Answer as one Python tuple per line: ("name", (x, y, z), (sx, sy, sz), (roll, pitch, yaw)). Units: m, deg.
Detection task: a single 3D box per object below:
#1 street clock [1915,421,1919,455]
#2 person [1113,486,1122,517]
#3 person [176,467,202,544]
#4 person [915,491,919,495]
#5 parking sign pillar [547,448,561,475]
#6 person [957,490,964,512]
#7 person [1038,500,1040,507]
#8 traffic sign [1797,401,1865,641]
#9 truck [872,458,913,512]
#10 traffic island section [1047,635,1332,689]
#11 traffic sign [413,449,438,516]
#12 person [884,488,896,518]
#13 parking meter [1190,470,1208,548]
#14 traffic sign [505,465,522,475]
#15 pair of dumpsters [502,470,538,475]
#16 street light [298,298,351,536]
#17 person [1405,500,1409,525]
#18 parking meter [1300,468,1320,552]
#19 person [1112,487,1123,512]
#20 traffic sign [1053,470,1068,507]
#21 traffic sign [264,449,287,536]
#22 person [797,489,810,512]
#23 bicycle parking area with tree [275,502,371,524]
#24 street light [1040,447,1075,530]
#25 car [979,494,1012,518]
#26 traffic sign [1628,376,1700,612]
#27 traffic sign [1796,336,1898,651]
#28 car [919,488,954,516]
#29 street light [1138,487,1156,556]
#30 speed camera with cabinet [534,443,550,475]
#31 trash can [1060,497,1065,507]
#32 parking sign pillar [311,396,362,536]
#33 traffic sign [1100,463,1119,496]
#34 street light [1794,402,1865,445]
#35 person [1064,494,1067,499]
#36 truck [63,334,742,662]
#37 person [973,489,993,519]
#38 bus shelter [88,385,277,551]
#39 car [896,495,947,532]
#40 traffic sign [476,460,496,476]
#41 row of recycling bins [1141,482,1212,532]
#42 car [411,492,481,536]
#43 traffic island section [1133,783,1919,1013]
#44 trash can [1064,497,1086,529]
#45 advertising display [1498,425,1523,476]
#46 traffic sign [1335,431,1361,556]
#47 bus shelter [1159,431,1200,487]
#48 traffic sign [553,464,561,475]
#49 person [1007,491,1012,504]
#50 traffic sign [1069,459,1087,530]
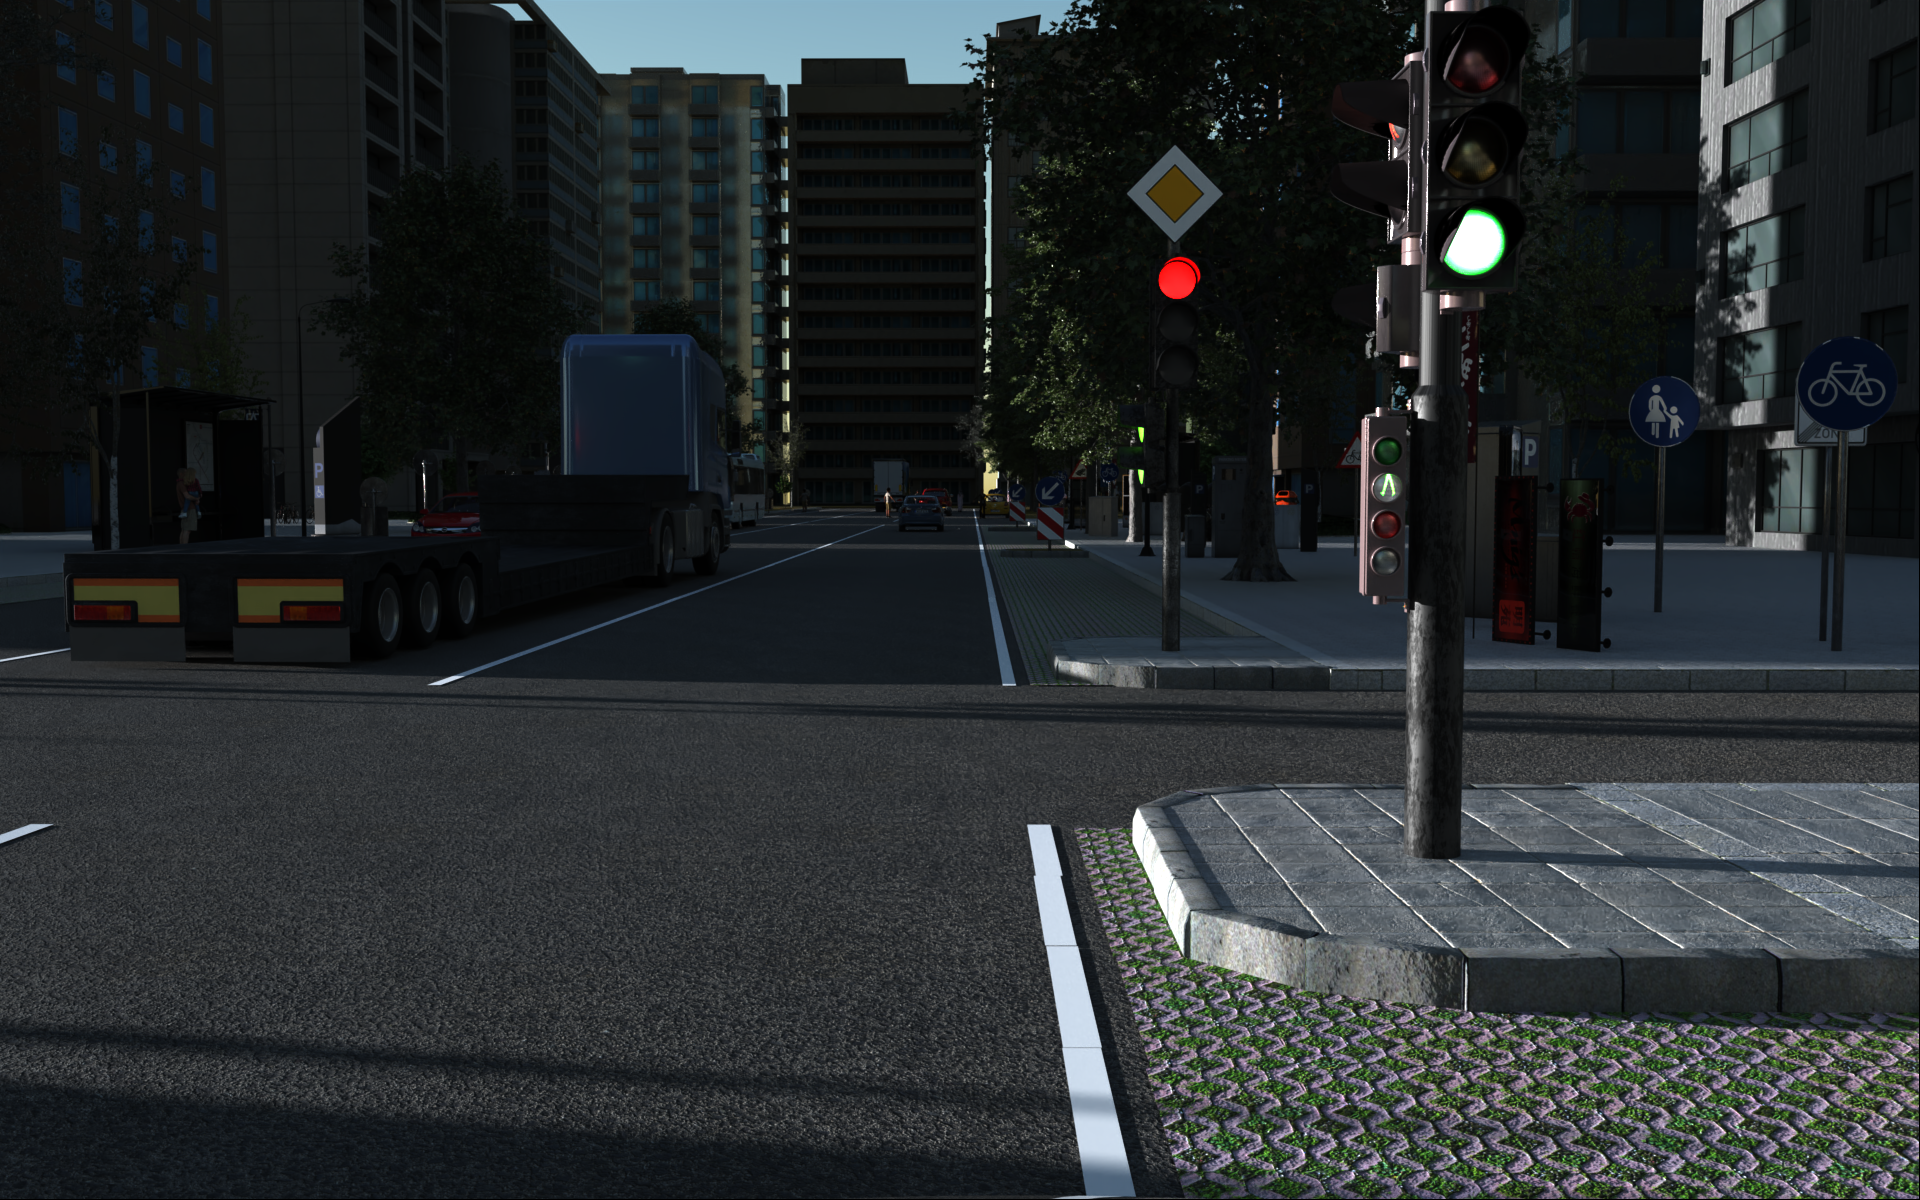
("street clock", (8.387, -0.623, 14.762), (0.358, 2.002, 0.471), (-1, 4, -14))
("person", (8.878, -5.540, 97.346), (0.721, 1.736, 1.217), (-1, 4, -10))
("person", (-15.774, -1.797, 35.393), (0.580, 1.828, 0.573), (1, 4, 11))
("person", (-3.743, -8.882, 154.251), (0.617, 1.759, 0.750), (0, 4, 5))
("parking sign pillar", (-17.611, -5.400, 76.758), (1.447, 3.967, 1.447), (-2, 4, -24))
("person", (0.045, -7.837, 137.311), (0.551, 1.740, 0.621), (0, 4, 3))
("person", (6.953, -8.900, 152.338), (1.217, 1.735, 0.721), (2, 4, 28))
("traffic sign", (7.530, -0.790, 15.045), (0.606, 2.300, 0.079), (0, 4, 3))
("truck", (-5.503, -9.358, 141.923), (2.839, 4.237, 11.283), (0, 4, 2))
("traffic island section", (1.748, 0.495, 14.186), (2.009, 0.180, 2.903), (0, 4, 0))
("traffic sign", (-15.258, -3.017, 49.439), (0.768, 2.556, 0.104), (0, 4, 7))
("person", (-4.308, -5.921, 105.313), (0.705, 1.824, 1.348), (-2, 4, -31))
("parking meter", (5.731, -2.189, 41.496), (0.399, 1.863, 0.255), (0, 4, 0))
("traffic sign", (-19.805, -4.694, 76.848), (0.768, 2.556, 0.104), (0, 4, 6))
("pair of dumpsters", (-17.676, -4.080, 69.209), (1.574, 2.255, 4.437), (0, 4, 0))
("street light", (-15.100, -4.195, 41.136), (1.470, 5.913, 1.316), (0, 4, 0))
("person", (15.597, -3.079, 60.638), (0.590, 1.304, 0.306), (2, 4, 32))
("parking meter", (7.786, -2.007, 38.518), (0.399, 1.863, 0.255), (1, 4, 17))
("person", (11.578, -7.402, 127.054), (1.348, 1.826, 0.705), (2, 4, 31))
("traffic sign", (4.946, -5.234, 85.676), (0.768, 2.556, 0.104), (0, 4, 6))
("traffic sign", (-19.330, -2.976, 48.768), (0.768, 2.556, 0.104), (0, 4, 6))
("person", (-12.203, -7.766, 135.478), (0.705, 1.824, 1.348), (3, 5, 41))
("bicycle parking area with tree", (-30.881, -5.500, 76.920), (8.231, 4.147, 9.016), (1, 4, 16))
("street light", (3.491, -5.506, 62.568), (1.470, 5.913, 1.316), (0, 4, 0))
("car", (2.124, -5.761, 104.422), (2.015, 1.641, 3.980), (0, 4, 1))
("traffic sign", (7.583, -1.140, 18.740), (0.768, 2.556, 0.104), (0, 4, 1))
("traffic sign", (7.174, -0.856, 14.096), (0.768, 2.556, 0.104), (1, 4, 10))
("car", (-1.572, -6.349, 112.487), (2.281, 1.827, 5.304), (0, 4, 1))
("street light", (3.332, -3.862, 35.679), (1.470, 5.913, 1.316), (0, 4, 0))
("speed camera with cabinet", (-16.316, -4.476, 67.515), (0.660, 3.252, 2.038), (-1, 4, -13))
("trash can", (4.642, -3.882, 75.121), (0.748, 1.137, 0.748), (0, 3, 0))
("parking sign pillar", (-17.012, -3.601, 47.349), (1.447, 3.967, 1.447), (2, 4, 28))
("traffic sign", (6.066, -4.290, 70.250), (0.768, 2.556, 0.104), (1, 4, 9))
("street light", (3.049, -2.041, 5.915), (1.470, 5.913, 1.316), (0, 4, 0))
("person", (10.154, -9.787, 169.460), (0.756, 1.711, 0.436), (-3, 5, -40))
("truck", (-5.796, -2.060, 23.446), (2.967, 4.110, 18.799), (0, 4, 2))
("person", (1.331, -5.615, 101.020), (1.217, 1.735, 0.721), (-1, 4, -14))
("bus shelter", (-18.060, -3.017, 40.605), (1.731, 3.624, 6.357), (0, 4, 0))
("car", (-1.511, -3.394, 67.498), (2.014, 1.417, 4.499), (0, 4, -1))
("traffic sign", (-17.798, -3.969, 64.997), (0.768, 2.556, 0.104), (0, 4, 6))
("row of recycling bins", (7.535, -3.165, 58.867), (3.534, 1.692, 1.069), (3, 5, 41))
("car", (-10.862, -1.818, 38.771), (2.155, 1.783, 4.494), (0, 4, 1))
("traffic island section", (1.698, 0.983, 6.202), (2.009, 0.180, 2.903), (0, 4, 0))
("trash can", (4.495, -3.234, 64.527), (0.748, 1.137, 0.748), (0, 3, 0))
("advertising display", (5.258, -0.695, 16.574), (0.123, 1.923, 0.974), (2, 4, 23))
("traffic sign", (8.145, -2.177, 35.597), (0.884, 2.594, 0.081), (0, 4, 2))
("bus shelter", (7.971, -4.566, 65.932), (1.731, 3.624, 6.357), (0, 4, 0))
("traffic sign", (-16.874, -4.490, 73.522), (0.768, 2.556, 0.104), (0, 4, 1))
("person", (4.567, -9.289, 158.579), (0.551, 1.740, 0.621), (-2, 4, -28))
("traffic sign", (4.277, -3.739, 61.136), (0.884, 2.594, 0.081), (0, 4, 5))
